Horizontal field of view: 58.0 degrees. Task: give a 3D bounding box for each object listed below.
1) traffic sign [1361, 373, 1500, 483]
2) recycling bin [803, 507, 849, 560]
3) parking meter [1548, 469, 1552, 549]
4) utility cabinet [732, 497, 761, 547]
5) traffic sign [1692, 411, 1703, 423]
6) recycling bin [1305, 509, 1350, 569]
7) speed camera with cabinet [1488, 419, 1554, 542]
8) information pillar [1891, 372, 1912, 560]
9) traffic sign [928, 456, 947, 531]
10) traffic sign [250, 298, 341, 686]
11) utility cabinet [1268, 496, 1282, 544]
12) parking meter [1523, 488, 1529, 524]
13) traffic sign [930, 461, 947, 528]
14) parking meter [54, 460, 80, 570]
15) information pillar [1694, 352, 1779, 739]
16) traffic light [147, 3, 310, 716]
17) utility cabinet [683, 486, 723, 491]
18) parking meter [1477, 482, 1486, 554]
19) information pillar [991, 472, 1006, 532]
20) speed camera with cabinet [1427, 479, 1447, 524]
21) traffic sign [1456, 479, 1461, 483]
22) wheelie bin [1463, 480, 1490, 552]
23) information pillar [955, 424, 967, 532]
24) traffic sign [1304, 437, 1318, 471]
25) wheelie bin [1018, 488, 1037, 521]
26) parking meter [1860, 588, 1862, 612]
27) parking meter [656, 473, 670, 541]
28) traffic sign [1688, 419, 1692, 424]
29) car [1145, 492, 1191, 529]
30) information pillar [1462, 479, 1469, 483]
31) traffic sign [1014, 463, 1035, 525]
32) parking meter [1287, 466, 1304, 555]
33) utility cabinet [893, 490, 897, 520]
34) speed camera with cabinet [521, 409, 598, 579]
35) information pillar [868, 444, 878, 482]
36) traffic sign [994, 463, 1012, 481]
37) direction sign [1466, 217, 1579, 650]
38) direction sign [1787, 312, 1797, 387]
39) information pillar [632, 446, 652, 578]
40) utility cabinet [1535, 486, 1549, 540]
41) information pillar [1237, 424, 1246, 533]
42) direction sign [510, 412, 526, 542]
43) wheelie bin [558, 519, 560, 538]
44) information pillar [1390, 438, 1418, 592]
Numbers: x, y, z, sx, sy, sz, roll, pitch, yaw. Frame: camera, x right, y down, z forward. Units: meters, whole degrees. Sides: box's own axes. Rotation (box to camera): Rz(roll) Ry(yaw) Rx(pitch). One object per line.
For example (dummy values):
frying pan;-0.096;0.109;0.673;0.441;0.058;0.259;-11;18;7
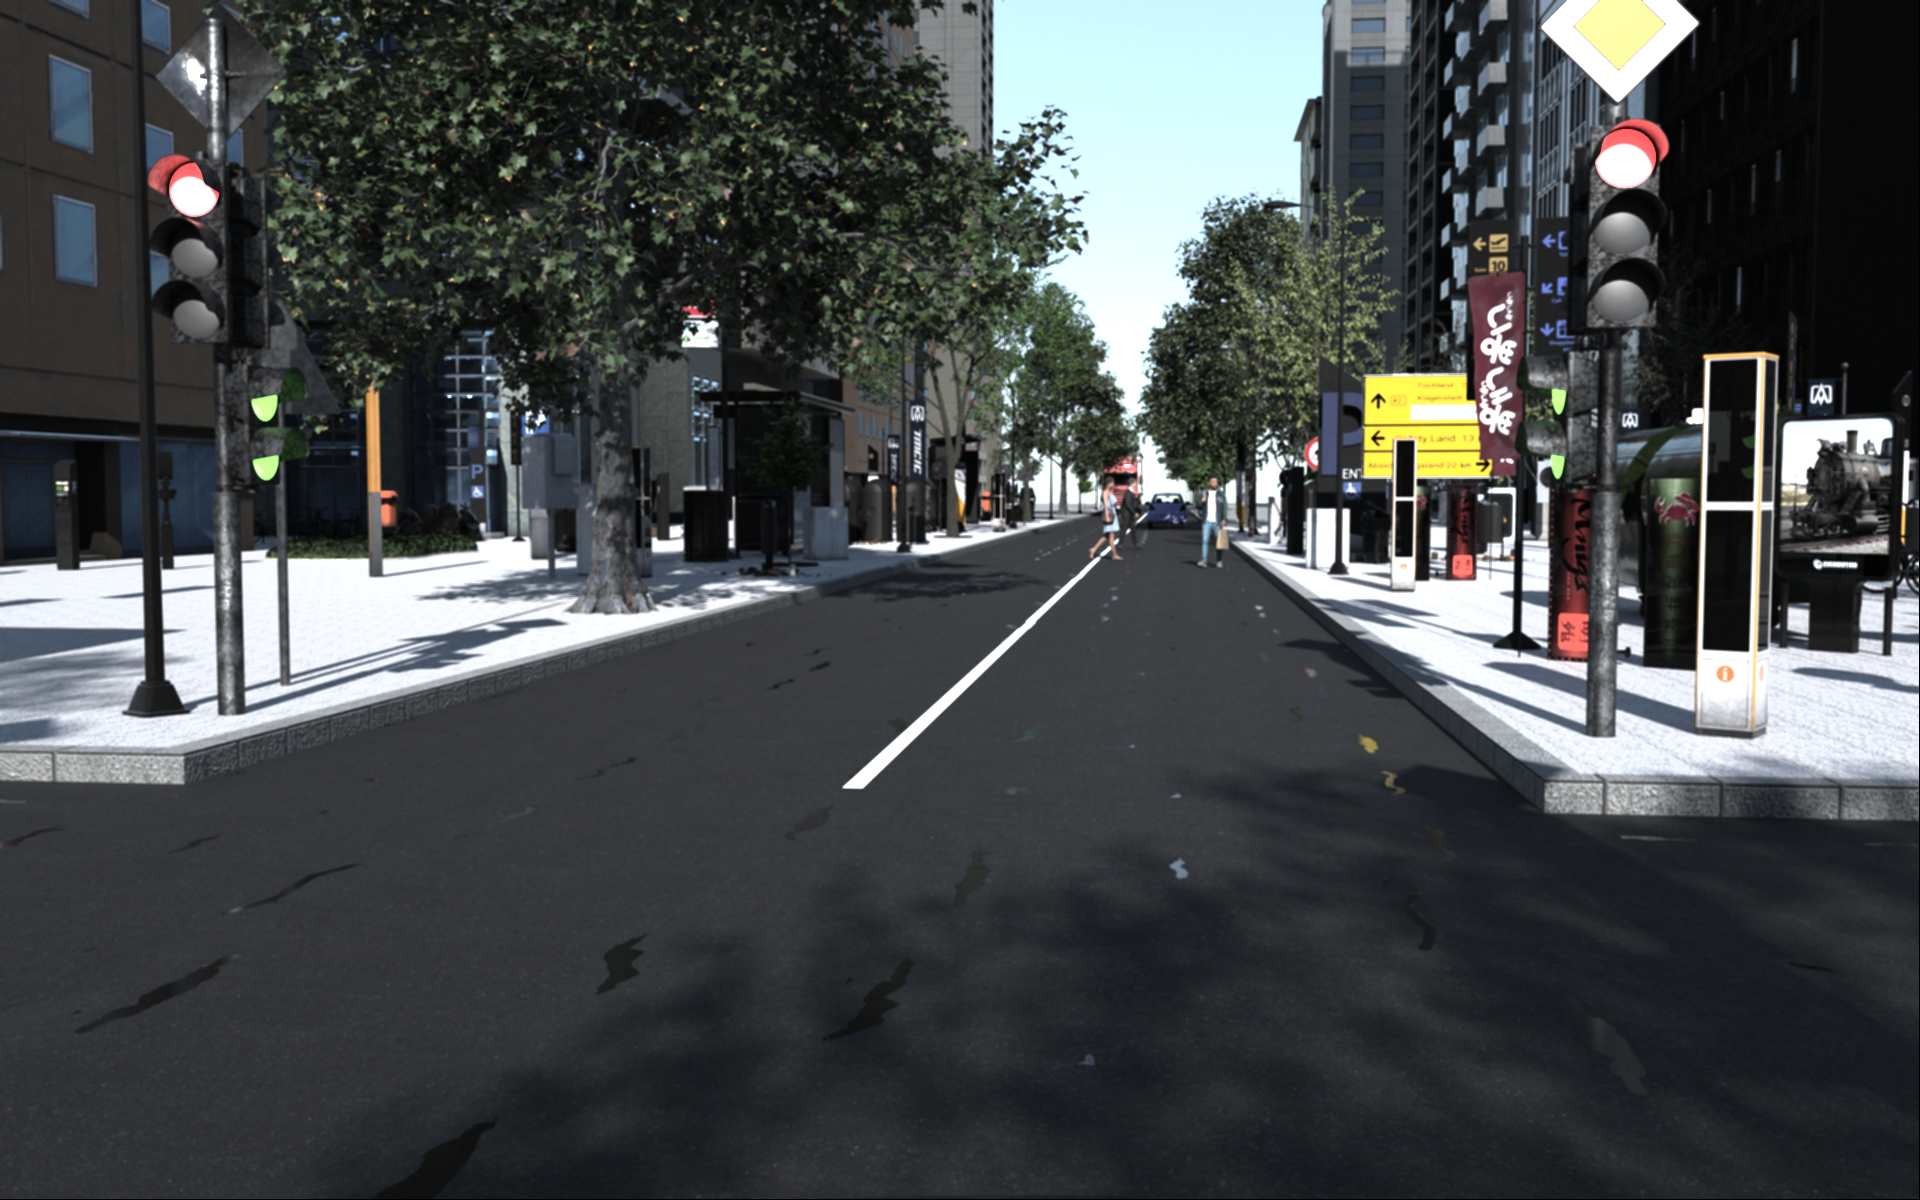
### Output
traffic sign;7.929;-2.162;29.227;2.265;3.308;0.079;1;4;12
recycling bin;-2.628;-1.305;33.892;0.722;1.027;0.722;-2;4;-24
parking meter;14.030;-2.135;40.611;0.399;1.863;0.255;-2;4;-29
utility cabinet;-5.026;-1.897;42.178;1.020;1.237;0.306;2;4;24
traffic sign;9.083;-1.141;20.793;0.606;2.300;0.079;1;4;15
recycling bin;6.330;-1.059;29.861;0.722;1.027;0.722;1;4;10
speed camera with cabinet;14.968;-3.162;46.030;2.038;3.252;0.660;1;4;18
information pillar;18.000;-2.558;33.183;0.504;3.616;0.183;-2;4;-28
traffic sign;-0.663;-3.633;59.409;0.884;2.594;0.081;1;4;12
traffic sign;-4.519;-0.705;11.526;0.884;2.594;0.081;1;4;15
utility cabinet;8.117;-2.048;44.652;0.306;1.237;1.020;0;4;7
parking meter;24.390;-4.067;74.909;0.372;1.533;0.369;0;3;0
traffic sign;-0.777;-3.988;65.303;0.768;2.556;0.104;1;4;14
parking meter;-15.082;-1.439;29.246;0.255;1.863;0.399;0;4;-8
information pillar;4.118;-0.287;9.191;0.304;2.012;0.304;3;4;38
traffic light;-4.228;-1.288;9.972;0.839;4.253;0.868;0;4;7
utility cabinet;-6.928;-2.328;46.738;1.173;1.500;0.318;2;4;33
parking meter;11.052;-1.754;37.095;0.372;1.533;0.369;0;3;0
information pillar;1.343;-3.308;58.578;0.304;2.012;0.304;2;4;31
speed camera with cabinet;20.636;-4.860;73.789;0.660;3.252;2.038;-1;4;-13
traffic sign;8.700;-1.841;30.214;0.768;2.556;0.104;1;4;14
wheelie bin;11.382;-1.871;38.507;0.693;1.594;0.980;-1;4;-20
information pillar;0.014;-4.079;58.047;0.183;3.616;0.504;3;5;40
traffic sign;7.972;-2.330;38.208;0.768;2.556;0.104;1;4;13
wheelie bin;3.207;-4.650;83.938;0.980;1.594;0.693;-1;4;-23
parking meter;9.616;-0.802;18.826;0.399;1.863;0.255;-2;4;-29
parking meter;-8.215;-2.581;47.908;0.255;1.863;0.399;-2;4;-29
traffic sign;10.030;-1.290;23.218;0.606;2.300;0.079;1;4;14
car;8.782;-3.896;73.289;1.945;1.707;3.694;0;4;7
information pillar;23.864;-4.729;81.813;0.304;2.012;0.304;2;4;24
traffic sign;2.676;-4.375;71.543;0.884;2.594;0.081;1;4;8
parking meter;7.123;-1.900;36.772;0.255;1.863;0.399;-1;4;-10
utility cabinet;-3.030;-4.616;84.158;0.318;1.500;1.173;2;4;33
speed camera with cabinet;-5.852;-1.996;26.964;0.660;3.252;2.038;3;4;36
information pillar;-4.081;-5.498;81.247;0.504;3.616;0.183;0;4;-7
traffic sign;1.758;-4.351;71.247;0.768;2.556;0.104;1;4;11
direction sign;4.642;-1.366;14.333;0.876;3.537;0.379;1;4;18
direction sign;10.520;-1.834;21.978;0.379;3.537;0.876;2;4;30
information pillar;-4.930;-1.350;26.569;0.304;2.012;0.304;1;4;15
utility cabinet;16.397;-2.409;48.070;0.318;1.500;1.173;3;5;44
information pillar;9.387;-4.067;57.852;0.183;3.616;0.504;-1;4;-14
direction sign;-11.969;-3.356;46.872;0.379;3.537;0.876;0;4;7
wheelie bin;-10.878;-2.315;45.763;0.980;1.594;0.693;0;4;6
information pillar;5.825;-1.116;22.738;0.304;2.012;0.304;1;4;11
